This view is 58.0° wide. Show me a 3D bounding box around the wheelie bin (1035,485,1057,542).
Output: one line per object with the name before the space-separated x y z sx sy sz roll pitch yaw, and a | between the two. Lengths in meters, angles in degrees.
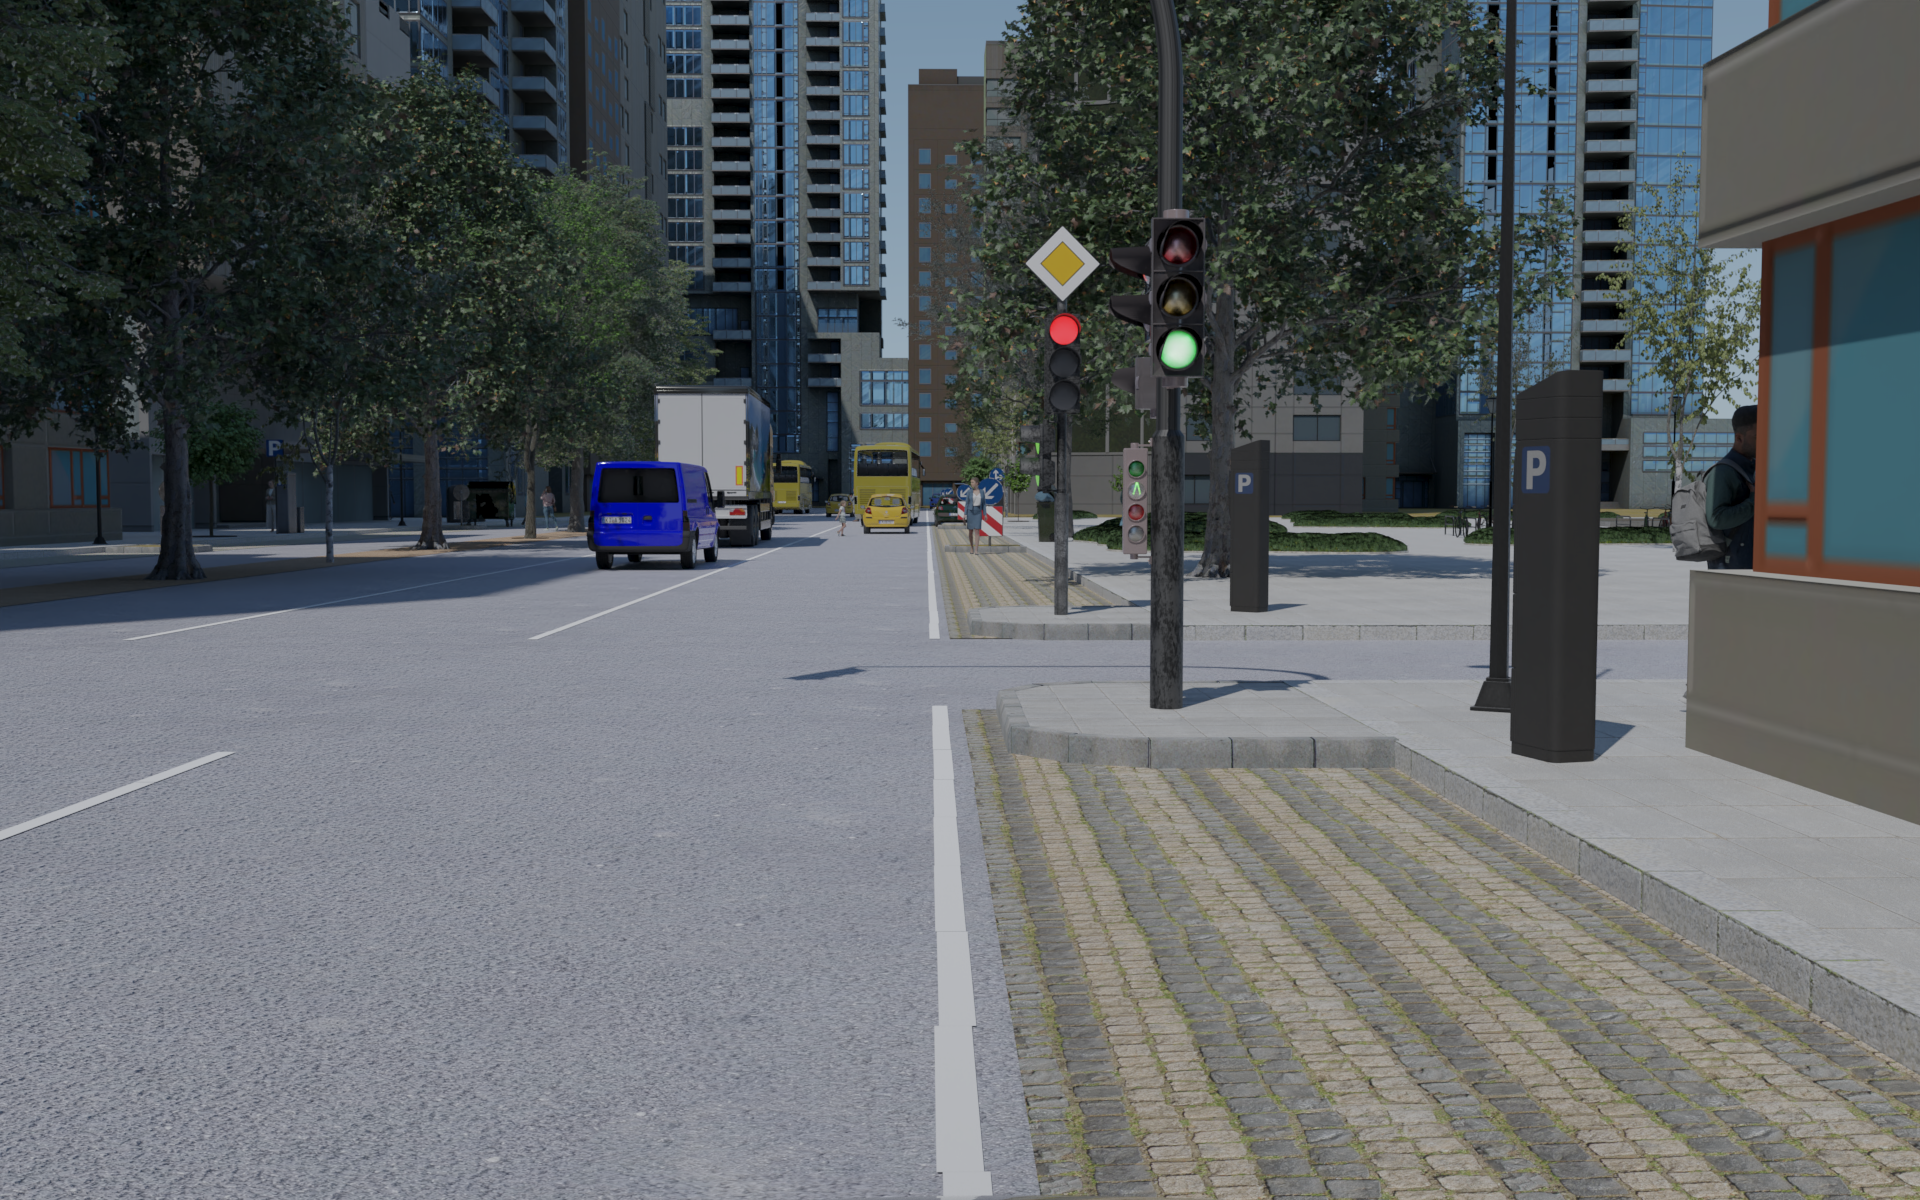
wheelie bin | 2.385 -2.353 46.378 0.693 1.594 0.980 1 4 15

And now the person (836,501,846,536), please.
person | -4.026 -2.762 58.680 0.382 1.210 0.505 0 4 0

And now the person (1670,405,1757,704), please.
person | 4.418 -0.210 9.831 0.721 1.781 0.623 2 4 27

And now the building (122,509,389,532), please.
building | -38.679 -29.345 69.037 28.713 52.752 27.495 0 4 -1

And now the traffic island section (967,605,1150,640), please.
traffic island section | 1.096 0.237 18.408 2.009 0.180 2.903 0 4 -1

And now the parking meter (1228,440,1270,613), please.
parking meter | 3.145 -0.804 18.861 0.399 1.863 0.255 3 5 41

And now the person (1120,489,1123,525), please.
person | 5.090 -2.801 52.184 0.623 1.781 0.721 2 4 24

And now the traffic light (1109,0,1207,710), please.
traffic light | -0.878 -2.169 10.127 4.771 5.953 1.251 0 4 -1

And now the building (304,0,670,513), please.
building | -40.520 -34.399 151.656 27.495 52.752 28.713 0 4 -1

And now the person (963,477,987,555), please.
person | 0.363 -1.971 40.756 0.581 1.822 0.654 0 4 8

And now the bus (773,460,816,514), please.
bus | -12.350 -8.199 125.594 2.896 3.916 12.252 0 4 0

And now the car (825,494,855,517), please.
car | -7.459 -5.992 108.185 2.015 1.641 3.980 0 4 -1

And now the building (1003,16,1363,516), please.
building | 13.534 -41.146 110.996 20.563 71.187 20.611 0 4 -1

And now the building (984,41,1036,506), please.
building | 9.160 -29.158 160.323 14.154 41.232 14.086 0 4 -1

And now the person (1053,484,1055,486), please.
person | 5.035 -5.325 93.124 0.581 1.822 0.654 2 4 25

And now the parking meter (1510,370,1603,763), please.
parking meter | 2.885 -0.165 8.404 0.255 1.863 0.399 -1 4 -16

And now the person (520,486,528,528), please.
person | -18.399 -3.981 73.601 0.620 1.820 0.660 -1 4 -12

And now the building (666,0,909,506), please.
building | -21.110 -53.550 188.211 31.000 86.520 22.319 0 4 -1

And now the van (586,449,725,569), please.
van | -6.034 -1.858 34.766 2.240 2.365 5.245 0 4 -1

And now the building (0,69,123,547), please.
building | -36.976 -11.504 33.129 27.650 21.520 28.899 0 4 -1

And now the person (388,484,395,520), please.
person | -28.291 -4.854 85.828 0.534 1.772 0.576 0 4 6

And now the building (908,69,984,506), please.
building | 1.614 -32.783 186.119 14.200 45.320 14.600 0 4 -1

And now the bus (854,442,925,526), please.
bus | -3.287 -5.502 81.512 2.896 3.916 12.252 0 4 1

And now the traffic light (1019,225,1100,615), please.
traffic light | 1.056 -1.796 18.293 0.839 4.253 0.868 0 4 -1

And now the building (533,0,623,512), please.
building | -33.631 -29.379 130.453 14.600 45.320 14.200 0 4 -1

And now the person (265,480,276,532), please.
person | -23.061 -3.147 58.039 0.519 1.759 0.362 1 4 8

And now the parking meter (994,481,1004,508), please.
parking meter | 1.680 -4.272 75.554 0.399 1.863 0.255 -2 4 -32

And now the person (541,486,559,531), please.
person | -16.047 -3.595 67.869 0.643 1.750 0.593 3 5 44

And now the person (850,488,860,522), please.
person | -5.462 -4.974 90.008 0.466 1.800 0.511 1 4 11

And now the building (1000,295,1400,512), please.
building | 17.539 -17.952 138.549 27.650 21.520 28.899 0 4 -1

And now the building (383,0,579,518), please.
building | -36.038 -48.557 106.586 22.319 86.520 31.000 0 4 -1

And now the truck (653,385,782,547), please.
truck | -6.882 -3.754 50.294 2.839 4.237 11.283 0 4 -2

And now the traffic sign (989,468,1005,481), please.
traffic sign | 1.826 -5.188 84.932 0.768 2.556 0.104 0 4 7

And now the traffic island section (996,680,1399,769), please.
traffic island section | 1.252 0.725 10.424 2.009 0.180 2.903 0 4 -1

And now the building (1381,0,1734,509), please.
building | 52.600 -51.548 155.475 31.000 86.520 22.319 0 4 -1
